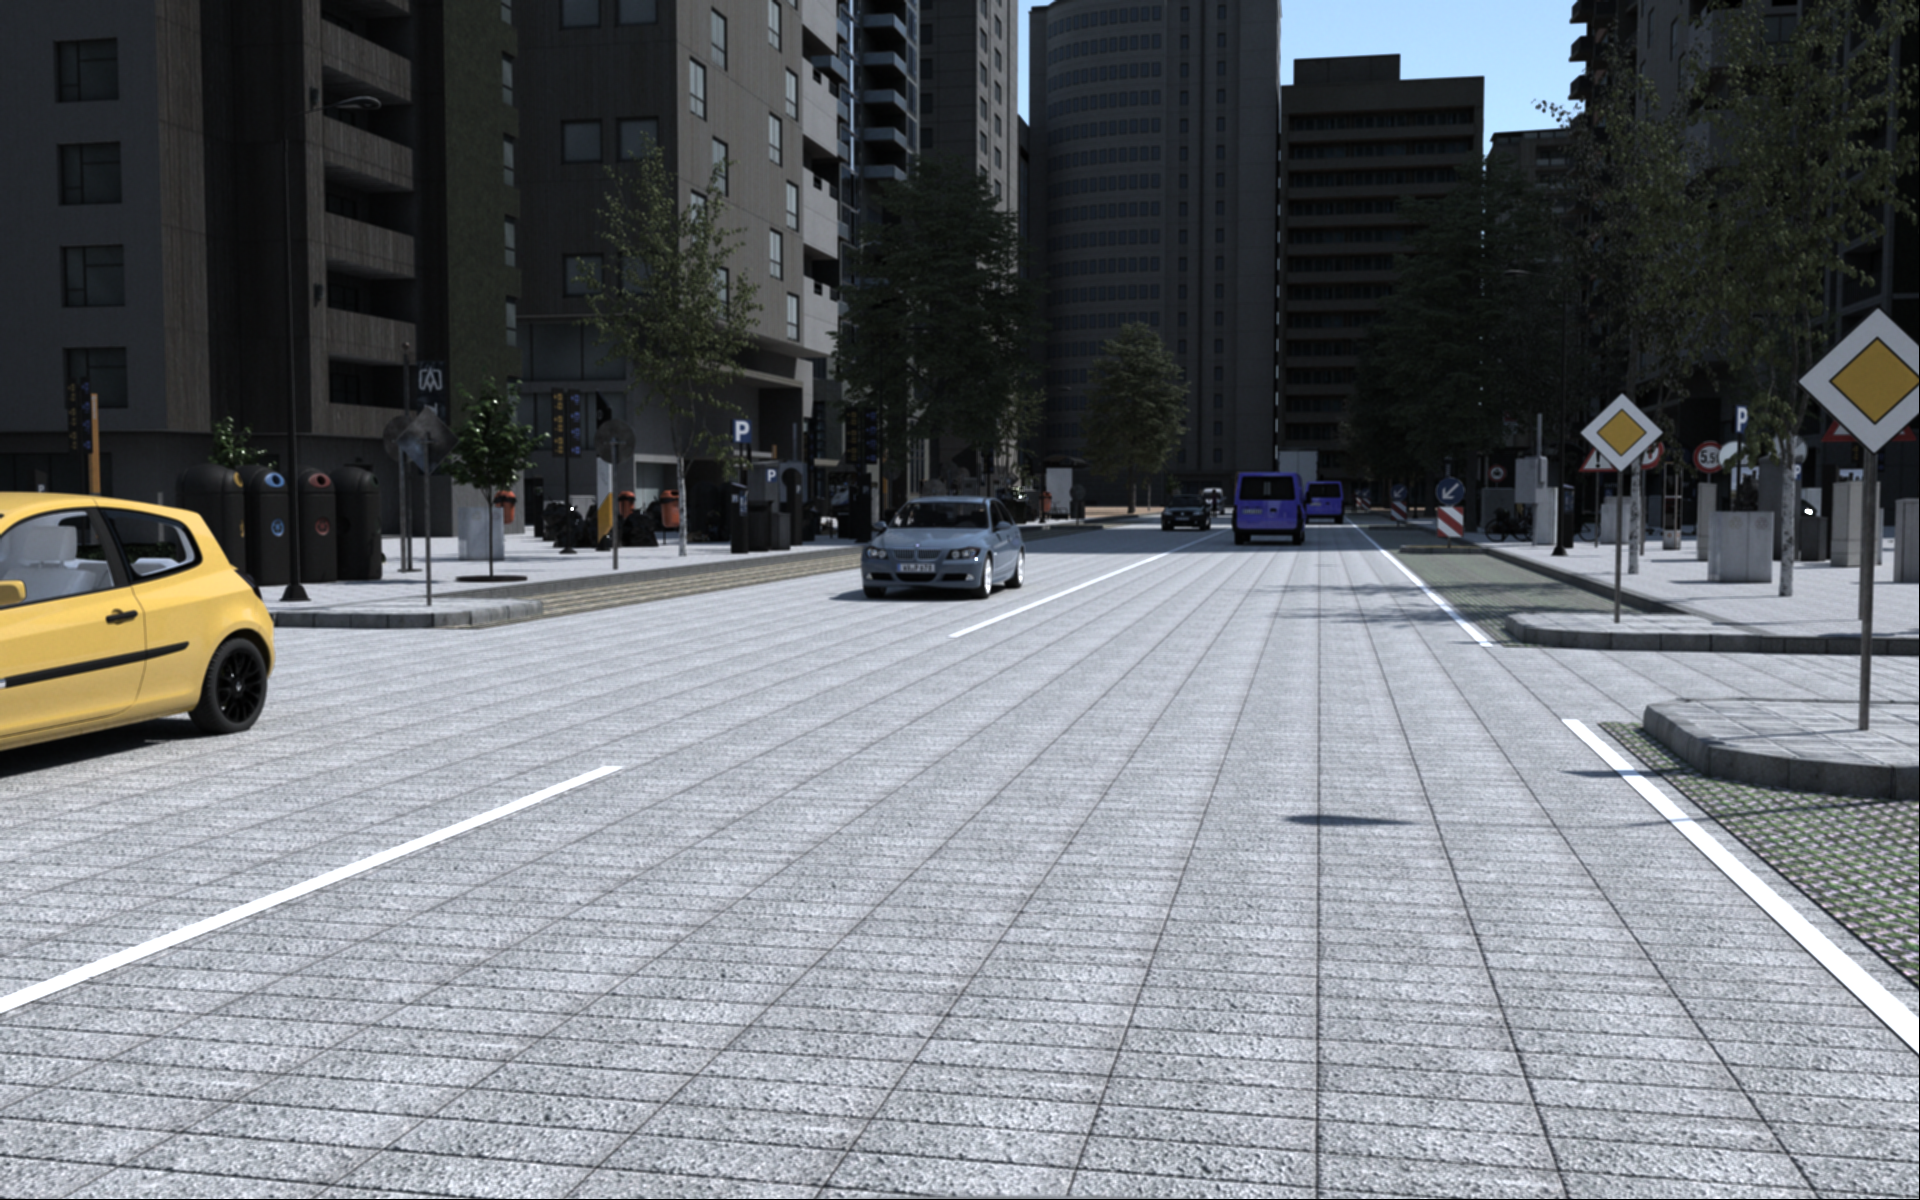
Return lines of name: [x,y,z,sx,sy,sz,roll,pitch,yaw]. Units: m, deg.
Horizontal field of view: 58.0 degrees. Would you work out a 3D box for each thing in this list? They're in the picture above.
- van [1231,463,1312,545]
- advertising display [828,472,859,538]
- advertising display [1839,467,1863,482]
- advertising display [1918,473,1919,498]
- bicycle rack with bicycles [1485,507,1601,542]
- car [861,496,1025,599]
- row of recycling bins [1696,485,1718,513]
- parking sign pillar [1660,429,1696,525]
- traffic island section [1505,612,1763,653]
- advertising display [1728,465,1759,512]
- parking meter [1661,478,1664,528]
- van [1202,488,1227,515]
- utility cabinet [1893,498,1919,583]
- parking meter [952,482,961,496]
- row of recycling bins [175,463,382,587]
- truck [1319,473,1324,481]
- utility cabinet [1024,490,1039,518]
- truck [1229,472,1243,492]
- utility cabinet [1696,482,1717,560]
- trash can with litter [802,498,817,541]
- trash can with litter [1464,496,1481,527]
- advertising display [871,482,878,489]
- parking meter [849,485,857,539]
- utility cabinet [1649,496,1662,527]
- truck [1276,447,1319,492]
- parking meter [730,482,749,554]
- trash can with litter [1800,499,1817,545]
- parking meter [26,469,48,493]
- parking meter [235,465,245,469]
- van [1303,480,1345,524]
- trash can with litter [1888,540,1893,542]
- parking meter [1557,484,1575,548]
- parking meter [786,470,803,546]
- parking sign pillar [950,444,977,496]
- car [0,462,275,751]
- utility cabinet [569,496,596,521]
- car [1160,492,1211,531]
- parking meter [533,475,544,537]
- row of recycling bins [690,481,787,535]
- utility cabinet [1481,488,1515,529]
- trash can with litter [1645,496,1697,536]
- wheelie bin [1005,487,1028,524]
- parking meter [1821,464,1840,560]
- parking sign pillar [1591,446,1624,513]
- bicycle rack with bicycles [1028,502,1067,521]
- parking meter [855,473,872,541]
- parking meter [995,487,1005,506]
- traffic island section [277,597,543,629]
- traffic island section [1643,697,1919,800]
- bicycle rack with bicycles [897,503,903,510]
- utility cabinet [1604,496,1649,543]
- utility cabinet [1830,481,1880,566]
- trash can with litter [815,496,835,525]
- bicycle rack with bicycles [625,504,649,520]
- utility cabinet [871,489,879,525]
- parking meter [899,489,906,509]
van: [9.033,-2.808,50.294,2.240,2.365,5.245,1,4,13]
advertising display: [-3.366,-2.751,50.194,0.974,1.923,0.123,2,4,26]
advertising display: [21.354,-2.238,41.798,0.974,1.923,0.123,2,4,33]
advertising display: [27.428,-2.653,48.598,0.974,1.923,0.123,3,5,40]
bicycle rack with bicycles: [15.799,-2.049,46.885,2.925,0.926,2.852,1,4,20]
car: [-0.158,-0.815,25.320,2.014,1.417,4.499,1,4,11]
row of recycling bins: [33.637,-4.378,78.689,1.069,1.692,3.534,3,4,38]
parking sign pillar: [29.649,-5.077,71.478,1.447,3.967,1.447,3,5,41]
traffic island section: [6.560,0.308,17.245,2.009,0.180,2.903,1,4,12]
advertising display: [17.270,-1.998,37.874,0.123,1.923,0.974,-2,4,-30]
parking meter: [26.328,-3.603,64.618,0.255,1.863,0.399,1,4,15]
van: [17.573,-6.948,120.619,2.013,2.044,4.112,1,4,10]
utility cabinet: [14.154,-0.855,25.144,1.020,1.237,0.306,0,4,5]
parking meter: [-0.178,-4.860,85.178,0.399,1.863,0.255,3,5,41]
row of recycling bins: [-9.675,-1.074,24.677,1.069,1.692,3.534,1,4,22]
truck: [24.740,-7.994,126.618,3.469,3.379,9.791,1,4,13]
utility cabinet: [3.689,-5.169,93.184,1.173,1.500,0.318,-1,4,-17]
truck: [25.871,-9.652,153.729,3.469,3.379,9.791,1,4,12]
utility cabinet: [14.447,-1.518,33.491,0.318,1.500,1.173,1,4,21]
trash can with litter: [-4.404,-2.176,46.968,1.055,1.170,0.624,0,4,-8]
trash can with litter: [19.822,-3.411,66.835,2.233,1.210,1.678,-3,4,-36]
advertising display: [-4.746,-5.412,93.700,0.123,1.923,0.974,2,4,28]
parking meter: [-2.986,-2.506,49.385,0.372,1.533,0.369,0,3,0]
utility cabinet: [27.192,-3.421,67.091,0.306,1.237,1.020,-3,4,-39]
truck: [21.177,-7.350,109.087,2.839,4.237,11.283,1,4,10]
parking meter: [-4.765,-1.774,37.410,0.372,1.533,0.369,0,3,0]
trash can with litter: [19.181,-1.693,39.064,0.624,1.170,1.055,-1,4,-10]
parking meter: [-21.605,-2.133,40.581,0.255,1.863,0.399,1,4,15]
parking meter: [-14.435,-1.785,34.890,0.255,1.863,0.399,-2,4,-28]
van: [17.642,-4.892,84.373,2.240,2.365,5.245,1,4,10]
trash can with litter: [25.832,-2.133,45.924,2.233,1.210,1.678,1,4,19]
parking meter: [14.379,-2.000,41.116,0.372,1.533,0.369,0,3,0]
parking meter: [-4.105,-2.279,42.974,0.255,1.863,0.399,2,4,27]
parking sign pillar: [0.186,-6.042,87.260,1.447,3.967,1.447,-1,4,-18]
car: [-5.421,0.063,9.190,2.015,1.641,3.980,1,4,12]
utility cabinet: [-14.174,-3.291,64.963,1.020,1.237,0.306,-3,5,-42]
car: [8.962,-3.592,68.515,2.009,1.686,4.222,1,4,12]
parking meter: [-12.585,-2.815,51.737,0.255,1.863,0.399,-1,4,-19]
row of recycling bins: [-6.988,-2.956,55.447,3.534,1.692,1.069,-3,5,-41]
utility cabinet: [19.717,-3.351,63.466,1.173,1.500,0.318,-1,4,-10]
trash can with litter: [22.231,-2.629,54.036,2.233,1.210,1.678,1,4,9]
wheelie bin: [2.395,-4.039,73.948,0.980,1.594,0.693,-2,4,-29]
parking meter: [17.056,-1.728,33.965,0.255,1.863,0.399,3,4,37]
parking sign pillar: [29.274,-5.494,78.303,1.447,3.967,1.447,0,4,4]
bicycle rack with bicycles: [3.769,-4.312,83.887,2.852,0.926,2.925,3,4,36]
parking meter: [-2.636,-2.543,47.285,0.399,1.863,0.255,-2,4,-25]
parking meter: [1.528,-3.483,65.366,0.372,1.533,0.369,0,3,0]
traffic island section: [-6.111,0.147,19.872,2.009,0.180,2.903,1,4,12]
traffic island section: [4.936,0.786,9.426,2.009,0.180,2.903,1,4,12]
bicycle rack with bicycles: [-1.516,-3.786,75.284,2.852,0.926,2.925,1,4,23]
utility cabinet: [17.647,-2.131,46.000,1.020,1.237,0.306,1,4,11]
utility cabinet: [15.826,-1.343,30.632,1.173,1.500,0.318,-3,4,-39]
trash can with litter: [-6.131,-3.687,71.332,2.233,1.210,1.678,-1,4,-17]
bicycle rack with bicycles: [-11.510,-3.202,65.735,2.925,0.926,2.852,-1,4,-13]
utility cabinet: [-3.711,-3.780,70.487,0.318,1.500,1.173,-3,5,-43]
parking meter: [-2.965,-4.974,89.743,0.372,1.533,0.369,0,3,0]
